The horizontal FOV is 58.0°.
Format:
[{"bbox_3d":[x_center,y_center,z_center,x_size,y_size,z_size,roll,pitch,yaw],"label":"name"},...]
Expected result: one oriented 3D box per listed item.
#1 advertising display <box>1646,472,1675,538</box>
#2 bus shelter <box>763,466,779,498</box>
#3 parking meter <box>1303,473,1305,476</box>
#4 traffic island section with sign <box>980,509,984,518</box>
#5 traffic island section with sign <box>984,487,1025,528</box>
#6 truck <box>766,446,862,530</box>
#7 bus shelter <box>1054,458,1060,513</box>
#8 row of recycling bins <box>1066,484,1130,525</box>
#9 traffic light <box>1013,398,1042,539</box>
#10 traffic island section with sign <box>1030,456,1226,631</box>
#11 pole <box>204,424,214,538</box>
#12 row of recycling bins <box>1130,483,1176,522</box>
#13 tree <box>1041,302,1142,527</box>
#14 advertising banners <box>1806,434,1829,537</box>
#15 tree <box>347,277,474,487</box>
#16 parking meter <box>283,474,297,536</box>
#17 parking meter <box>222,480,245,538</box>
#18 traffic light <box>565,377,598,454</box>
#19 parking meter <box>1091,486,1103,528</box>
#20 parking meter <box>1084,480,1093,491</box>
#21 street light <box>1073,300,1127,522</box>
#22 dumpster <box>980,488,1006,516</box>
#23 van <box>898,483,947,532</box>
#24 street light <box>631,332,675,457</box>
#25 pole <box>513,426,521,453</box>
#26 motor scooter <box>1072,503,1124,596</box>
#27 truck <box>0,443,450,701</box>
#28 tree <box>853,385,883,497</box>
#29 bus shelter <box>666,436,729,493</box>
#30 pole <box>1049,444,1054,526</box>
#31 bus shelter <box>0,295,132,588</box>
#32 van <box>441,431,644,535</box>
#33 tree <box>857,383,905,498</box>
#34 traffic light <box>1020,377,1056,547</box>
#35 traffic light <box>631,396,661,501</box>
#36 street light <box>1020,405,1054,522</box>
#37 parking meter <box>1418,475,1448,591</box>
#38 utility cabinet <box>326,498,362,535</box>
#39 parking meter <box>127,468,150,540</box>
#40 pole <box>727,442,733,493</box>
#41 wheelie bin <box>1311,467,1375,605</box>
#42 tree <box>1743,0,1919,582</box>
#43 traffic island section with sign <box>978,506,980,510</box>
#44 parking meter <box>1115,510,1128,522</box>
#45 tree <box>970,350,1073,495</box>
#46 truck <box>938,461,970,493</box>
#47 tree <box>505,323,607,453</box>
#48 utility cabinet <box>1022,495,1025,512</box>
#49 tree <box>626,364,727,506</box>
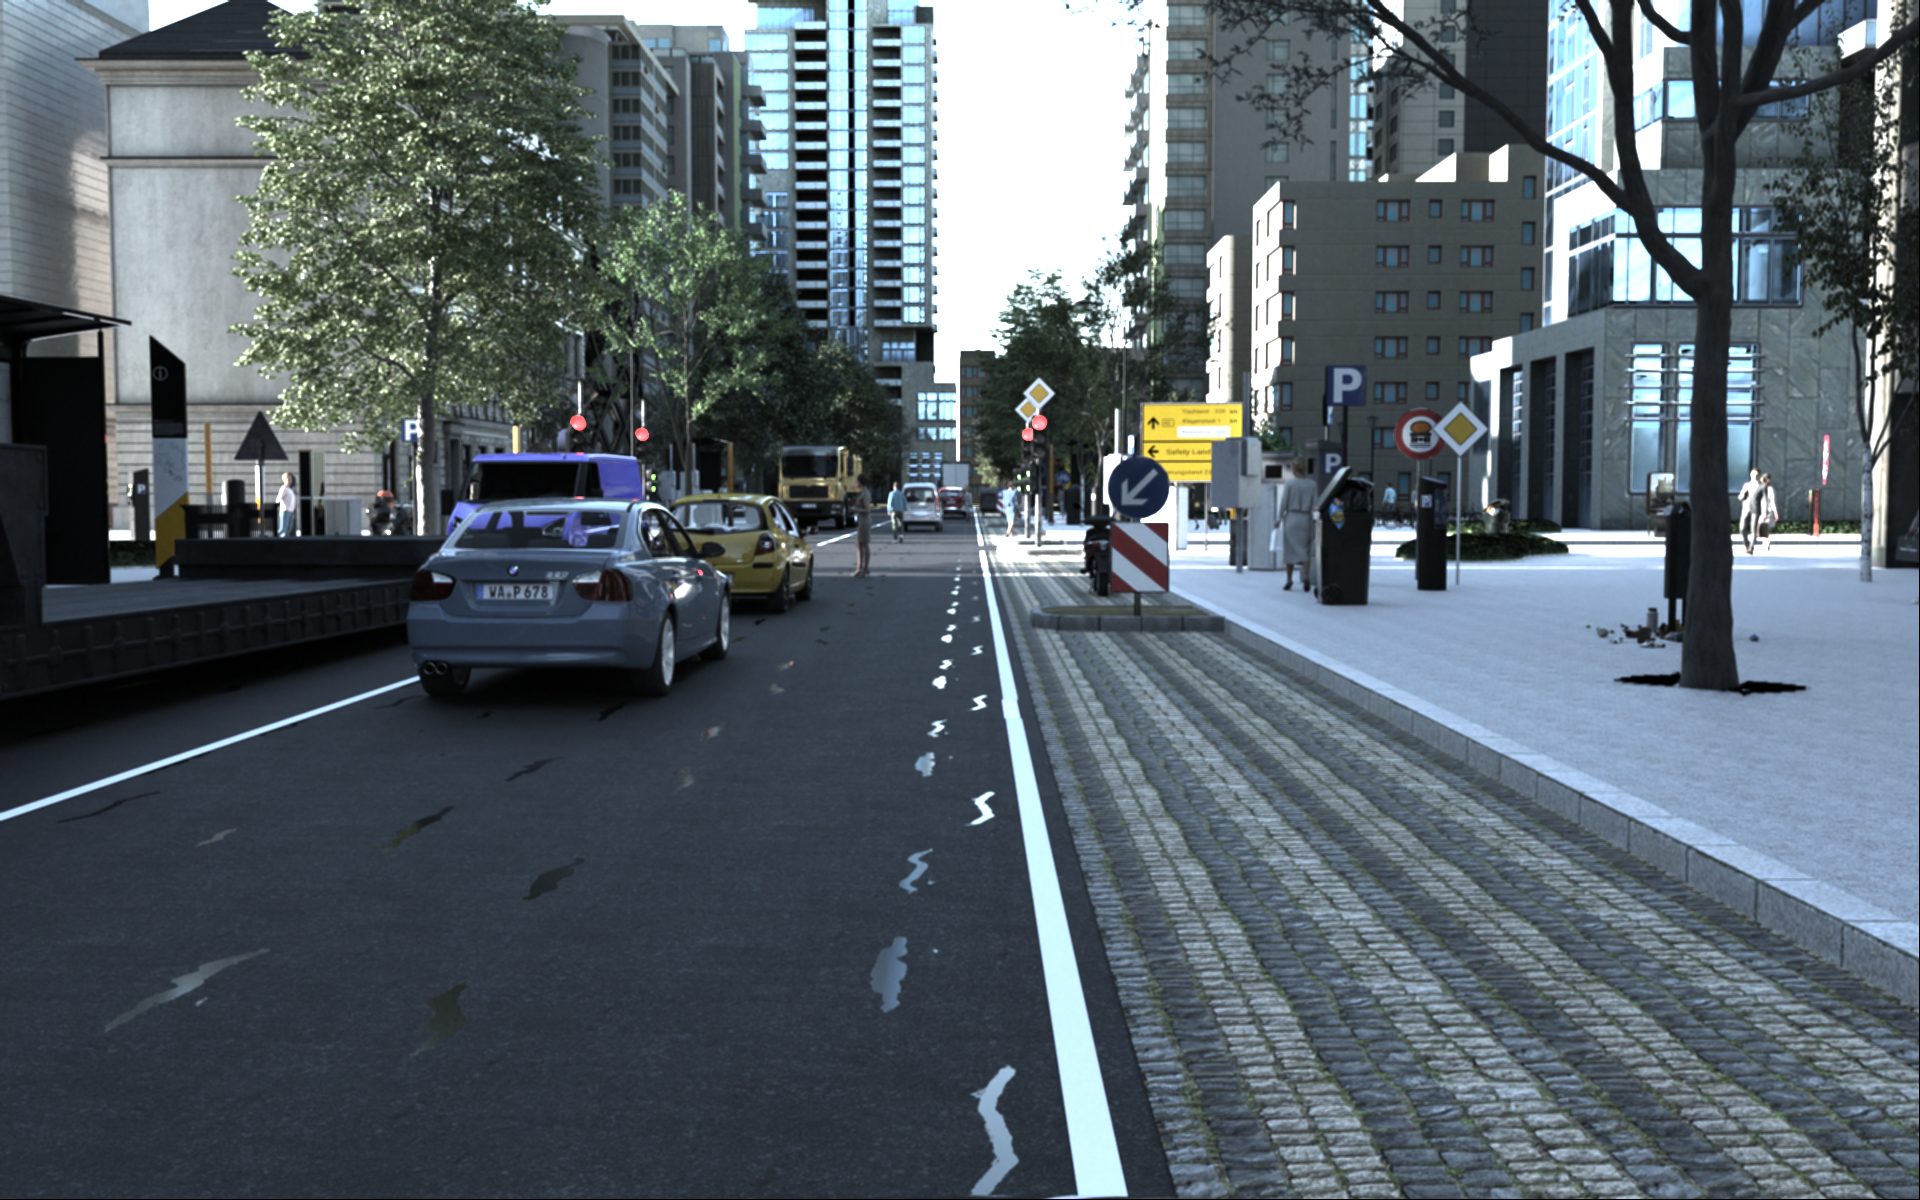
[{"bbox_3d":[20.551,-2.789,50.811,0.974,1.923,0.123,-1,4,-23],"label":"advertising display"},{"bbox_3d":[-12.001,-7.551,114.735,1.731,3.624,6.357,0,4,1],"label":"bus shelter"},{"bbox_3d":[9.552,-2.651,49.059,0.399,1.863,0.255,2,4,24],"label":"parking meter"},{"bbox_3d":[2.327,-5.701,101.843,1.989,1.847,2.006,0,4,0],"label":"traffic island section with sign"},{"bbox_3d":[2.150,-4.019,74.346,1.989,1.847,2.006,0,4,0],"label":"traffic island section with sign"},{"bbox_3d":[-5.805,-4.660,72.112,3.469,3.379,9.791,0,4,2],"label":"truck"},{"bbox_3d":[7.227,-7.640,116.202,1.731,3.624,6.357,0,4,1],"label":"bus shelter"},{"bbox_3d":[6.041,-3.946,71.623,3.534,1.692,1.069,2,4,26],"label":"row of recycling bins"},{"bbox_3d":[1.933,-3.713,49.634,0.839,4.253,0.868,0,4,0],"label":"traffic light"},{"bbox_3d":[1.769,-0.628,18.892,1.989,1.847,2.006,0,4,0],"label":"traffic island section with sign"},{"bbox_3d":[-21.778,-3.449,50.229,0.158,3.312,0.155,0,3,0],"label":"pole"},{"bbox_3d":[6.699,-3.091,57.645,1.069,1.692,3.534,1,4,19],"label":"row of recycling bins"},{"bbox_3d":[5.012,-7.158,67.393,4.737,8.622,4.395,0,3,0],"label":"tree"},{"bbox_3d":[25.546,-3.387,51.567,0.090,3.025,2.074,1,4,13],"label":"advertising banners"},{"bbox_3d":[-17.599,-6.488,56.441,4.737,8.622,4.395,0,3,0],"label":"tree"},{"bbox_3d":[-19.287,-2.699,49.837,0.255,1.863,0.399,0,4,-1],"label":"parking meter"},{"bbox_3d":[-12.927,-1.373,30.854,0.372,1.533,0.369,0,3,0],"label":"parking meter"},{"bbox_3d":[-9.083,-3.229,41.708,0.839,4.253,0.868,0,4,0],"label":"traffic light"},{"bbox_3d":[4.415,-2.894,55.734,0.372,1.533,0.369,0,3,0],"label":"parking meter"},{"bbox_3d":[5.453,-4.137,73.346,0.399,1.863,0.255,-3,5,-40],"label":"parking meter"},{"bbox_3d":[3.417,-4.225,41.626,1.470,5.913,1.316,0,4,0],"label":"street light"},{"bbox_3d":[2.211,-6.460,113.844,1.865,1.857,1.264,0,4,-1],"label":"dumpster"},{"bbox_3d":[-1.523,-3.699,67.496,2.013,2.044,4.112,0,4,1],"label":"van"},{"bbox_3d":[-8.835,-4.716,49.648,1.470,5.913,1.316,0,4,0],"label":"street light"},{"bbox_3d":[-13.350,-3.574,52.277,0.158,3.312,0.155,0,3,0],"label":"pole"},{"bbox_3d":[2.015,-0.735,24.795,0.815,1.314,1.986,0,4,2],"label":"motor scooter"},{"bbox_3d":[-6.430,-1.319,11.327,2.967,4.110,18.799,0,4,0],"label":"truck"},{"bbox_3d":[-9.900,-14.791,159.952,7.486,12.596,7.792,0,3,0],"label":"tree"},{"bbox_3d":[-11.055,-5.020,73.359,1.731,3.624,6.357,0,4,0],"label":"bus shelter"},{"bbox_3d":[3.725,-4.691,70.540,0.158,3.312,0.155,0,3,0],"label":"pole"},{"bbox_3d":[-12.156,-1.793,20.606,1.731,3.624,6.357,0,4,1],"label":"bus shelter"},{"bbox_3d":[-6.010,-1.290,25.477,2.240,2.365,5.245,0,4,1],"label":"van"},{"bbox_3d":[-9.835,-16.137,170.488,9.857,13.997,8.962,0,3,0],"label":"tree"},{"bbox_3d":[1.878,-3.225,41.649,0.839,4.253,0.868,0,4,0],"label":"traffic light"},{"bbox_3d":[-9.028,-3.717,49.693,0.839,4.253,0.868,0,4,0],"label":"traffic light"},{"bbox_3d":[3.592,-6.478,78.454,1.470,5.913,1.316,0,4,0],"label":"street light"},{"bbox_3d":[6.319,-0.901,23.147,0.372,1.533,0.369,0,3,0],"label":"parking meter"},{"bbox_3d":[-10.689,-1.134,29.704,1.020,1.237,0.306,2,4,35],"label":"utility cabinet"},{"bbox_3d":[-18.473,-2.034,38.961,0.255,1.863,0.399,3,5,40],"label":"parking meter"},{"bbox_3d":[-9.002,-4.531,67.919,0.158,3.312,0.155,0,3,0],"label":"pole"},{"bbox_3d":[4.494,-0.757,20.277,0.693,1.594,0.980,0,4,4],"label":"wheelie bin"},{"bbox_3d":[13.345,-4.558,24.889,4.360,8.622,3.978,0,3,0],"label":"tree"},{"bbox_3d":[2.673,-8.738,151.500,1.989,1.847,2.006,0,4,0],"label":"traffic island section with sign"},{"bbox_3d":[4.752,-2.775,51.087,0.255,1.863,0.399,-2,4,-28],"label":"parking meter"},{"bbox_3d":[5.280,-14.189,138.647,9.857,13.997,8.962,0,3,0],"label":"tree"},{"bbox_3d":[-0.484,-9.964,151.817,2.839,4.237,11.283,0,4,-1],"label":"truck"},{"bbox_3d":[-16.627,-7.341,70.391,4.360,8.622,3.978,0,3,0],"label":"tree"},{"bbox_3d":[4.572,-6.818,122.633,0.306,1.237,1.020,1,4,11],"label":"utility cabinet"},{"bbox_3d":[-15.843,-8.854,95.132,4.360,8.622,3.978,0,3,0],"label":"tree"}]
